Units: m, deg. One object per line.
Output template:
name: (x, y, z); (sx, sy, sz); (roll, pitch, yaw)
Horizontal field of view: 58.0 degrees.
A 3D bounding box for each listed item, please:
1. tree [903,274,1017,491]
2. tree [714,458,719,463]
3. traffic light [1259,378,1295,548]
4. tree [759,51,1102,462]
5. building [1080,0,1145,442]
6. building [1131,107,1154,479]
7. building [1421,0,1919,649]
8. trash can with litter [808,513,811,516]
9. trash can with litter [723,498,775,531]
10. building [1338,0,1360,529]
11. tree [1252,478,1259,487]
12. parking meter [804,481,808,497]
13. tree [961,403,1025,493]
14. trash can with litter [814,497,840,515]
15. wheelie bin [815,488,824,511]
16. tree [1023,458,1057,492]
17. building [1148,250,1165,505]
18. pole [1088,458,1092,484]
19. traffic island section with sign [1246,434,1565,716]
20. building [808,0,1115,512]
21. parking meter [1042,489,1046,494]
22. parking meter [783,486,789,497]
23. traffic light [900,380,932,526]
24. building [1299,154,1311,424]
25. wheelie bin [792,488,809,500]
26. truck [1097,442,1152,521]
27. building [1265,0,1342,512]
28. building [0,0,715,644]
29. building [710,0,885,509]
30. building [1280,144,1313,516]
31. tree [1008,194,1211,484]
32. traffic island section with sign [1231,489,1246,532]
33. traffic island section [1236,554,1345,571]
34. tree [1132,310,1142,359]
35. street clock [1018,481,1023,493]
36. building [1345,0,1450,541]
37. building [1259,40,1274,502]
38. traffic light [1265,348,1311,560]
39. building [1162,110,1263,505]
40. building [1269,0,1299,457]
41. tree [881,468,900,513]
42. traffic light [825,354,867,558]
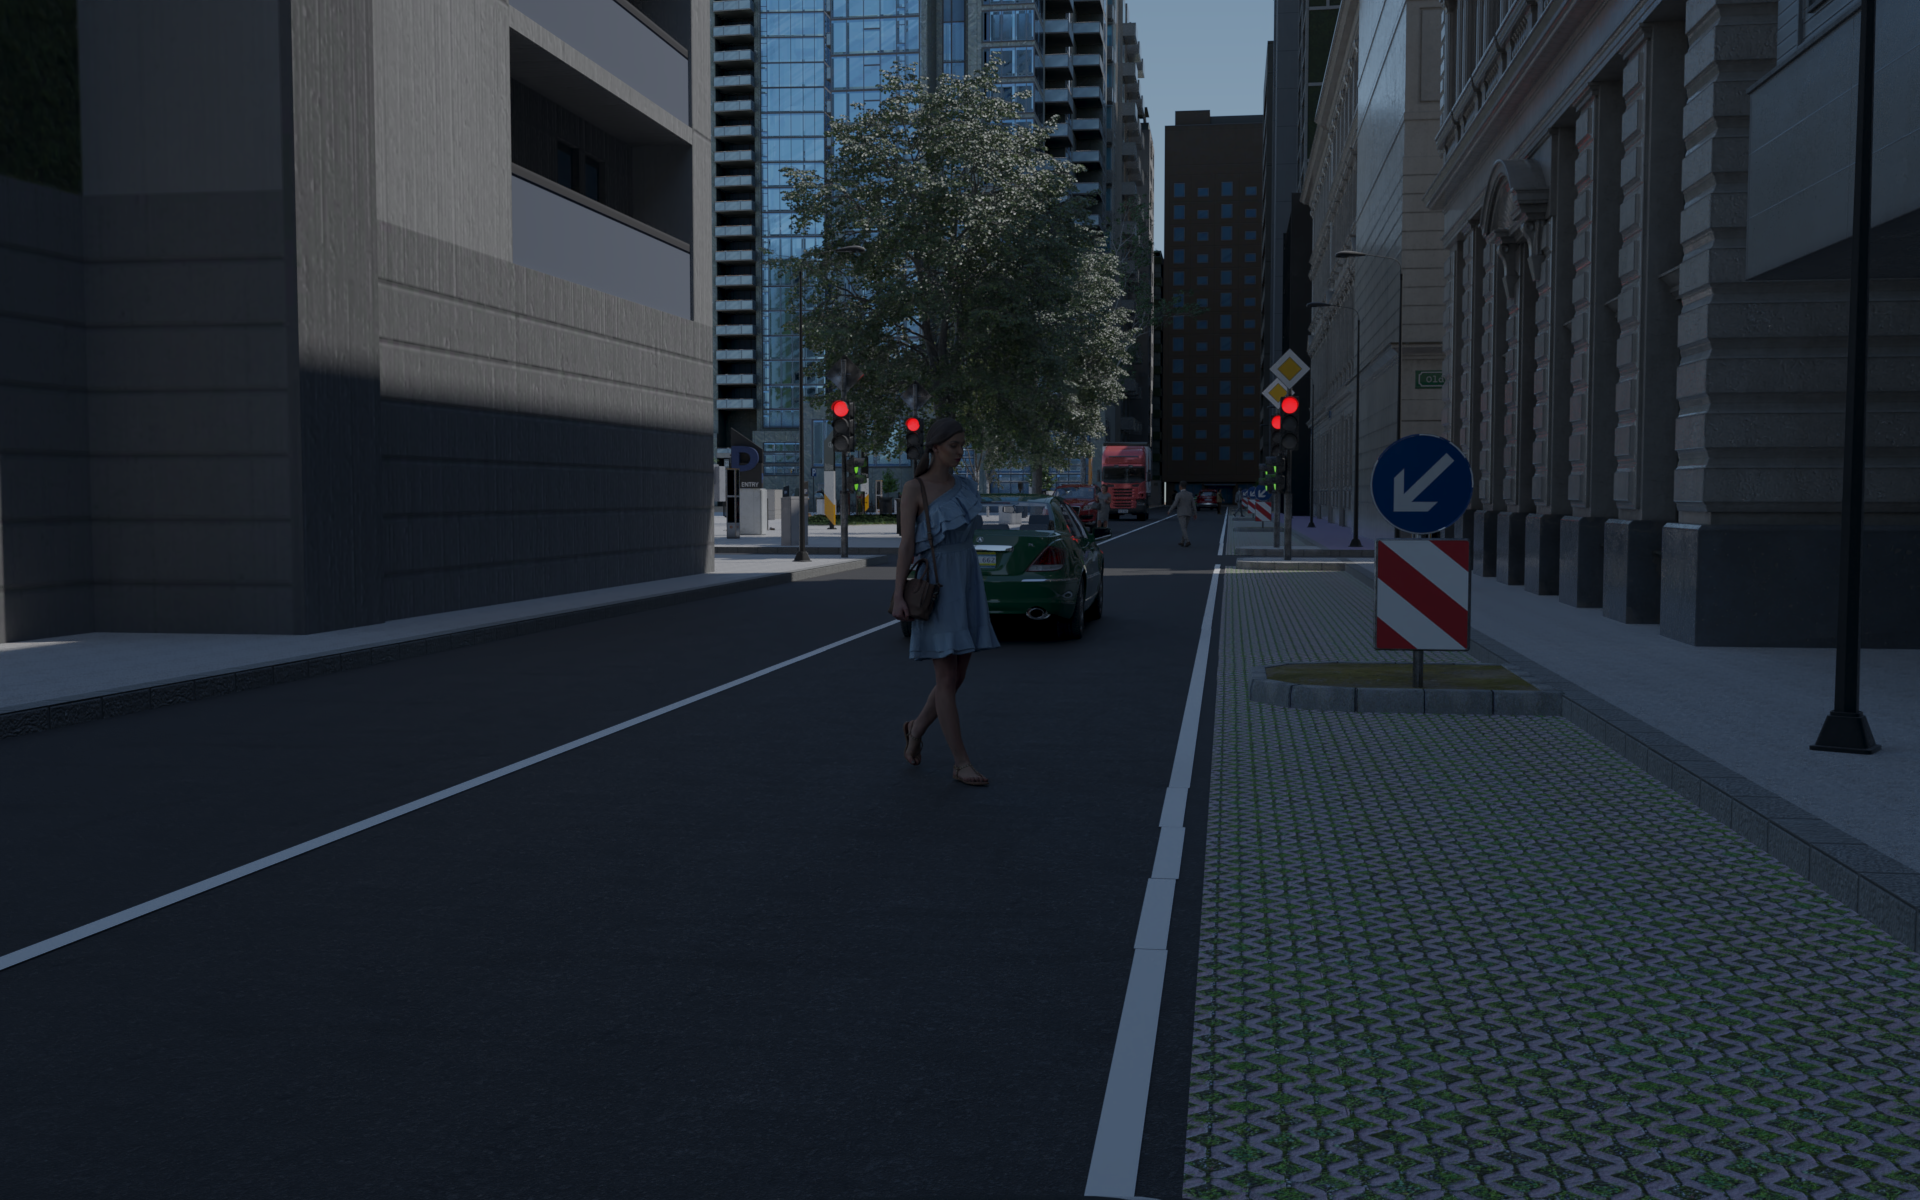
tree: (0.379, -6.538, 57.257); (4.737, 8.622, 4.395); (0, 3, 0)
tree: (-14.495, -6.615, 91.869); (4.285, 4.588, 4.351); (0, 3, 0)
traffic light: (7.574, -3.211, 41.423); (0.839, 4.253, 0.868); (1, 4, 9)
tree: (-0.531, -8.740, 49.554); (9.857, 13.997, 8.962); (0, 3, 0)
building: (5.821, -33.289, 163.883); (23.786, 49.044, 30.456); (1, 4, 9)
building: (13.679, -30.733, 186.080); (14.086, 41.232, 14.154); (1, 4, 9)
building: (12.330, -11.826, 22.230); (11.050, 23.489, 19.941); (1, 4, 9)
trash can with litter: (-8.815, -5.146, 95.528); (0.624, 1.170, 1.055); (-2, 4, -26)
trash can with litter: (-7.410, -3.059, 61.072); (2.233, 1.210, 1.678); (-2, 4, -32)
building: (20.092, -14.136, 67.276); (11.583, 22.565, 21.152); (1, 4, 9)
tree: (33.271, -12.081, 192.126); (1.663, 3.219, 1.824); (0, 3, 0)
parking meter: (-6.964, -4.367, 77.115); (0.255, 1.863, 0.399); (3, 5, 42)
tree: (1.793, -8.944, 96.593); (4.360, 8.622, 3.978); (0, 3, 0)
trash can with litter: (-7.658, -5.369, 98.840); (2.233, 1.210, 1.678); (1, 4, 17)
wheelie bin: (-6.920, -4.833, 86.931); (0.693, 1.594, 0.980); (0, 4, 3)
tree: (4.244, -5.770, 88.939); (1.663, 3.219, 1.824); (0, 3, 0)
building: (17.470, -26.650, 207.420); (14.107, 30.474, 14.160); (1, 4, 9)
pole: (7.119, -6.165, 94.641); (0.158, 3.312, 0.155); (0, 3, 0)
traffic island section with sign: (3.048, -0.217, 12.174); (1.989, 1.847, 2.006); (1, 4, 9)
building: (1.210, -50.137, 132.416); (22.319, 86.520, 31.000); (1, 4, 9)
parking meter: (3.848, -4.432, 80.873); (0.372, 1.533, 0.369); (0, 3, 0)
parking meter: (-11.989, -6.956, 119.434); (0.399, 1.863, 0.255); (1, 4, 15)
traffic light: (-1.085, -3.292, 42.752); (0.839, 4.253, 0.868); (1, 4, 9)
building: (23.570, -15.431, 88.455); (11.583, 22.565, 21.152); (1, 4, 9)
wheelie bin: (-8.379, -5.091, 91.151); (0.980, 1.594, 0.693); (1, 4, 11)
truck: (9.208, -6.532, 95.708); (2.839, 4.237, 11.283); (0, 4, 7)
building: (33.530, -42.190, 128.057); (20.563, 71.187, 20.611); (1, 4, 9)
building: (-18.572, -29.511, 24.511); (28.212, 58.520, 21.231); (1, 4, 9)
building: (-23.380, -53.413, 185.967); (31.000, 86.520, 22.319); (1, 4, 9)
building: (26.327, -16.942, 106.683); (12.332, 23.373, 15.834); (1, 4, 9)
tree: (8.986, -15.484, 109.052); (12.611, 20.169, 13.585); (0, 3, 0)
traffic island section with sign: (11.440, -3.512, 66.056); (1.989, 1.847, 2.006); (1, 4, 9)
traffic island section: (6.382, -0.695, 33.641); (2.009, 0.180, 2.903); (1, 4, 9)
tree: (3.482, -10.590, 79.802); (9.857, 13.997, 8.962); (0, 3, 0)
street clock: (3.450, -5.785, 99.151); (0.358, 2.002, 0.471); (1, 4, 9)
building: (32.811, -16.419, 44.862); (44.131, 29.872, 17.030); (1, 4, 9)
building: (41.849, -33.860, 177.316); (21.300, 48.544, 21.600); (1, 4, 9)
traffic light: (6.344, -2.729, 33.533); (0.839, 4.253, 0.868); (1, 4, 9)
building: (31.459, -33.927, 204.819); (14.200, 45.320, 14.600); (1, 4, 9)
building: (38.123, -37.335, 152.431); (21.231, 58.520, 28.212); (1, 4, 9)
tree: (-4.980, -7.531, 117.727); (1.663, 3.219, 1.824); (0, 3, 0)
traffic light: (-2.315, -2.810, 34.862); (0.839, 4.253, 0.868); (1, 4, 9)
